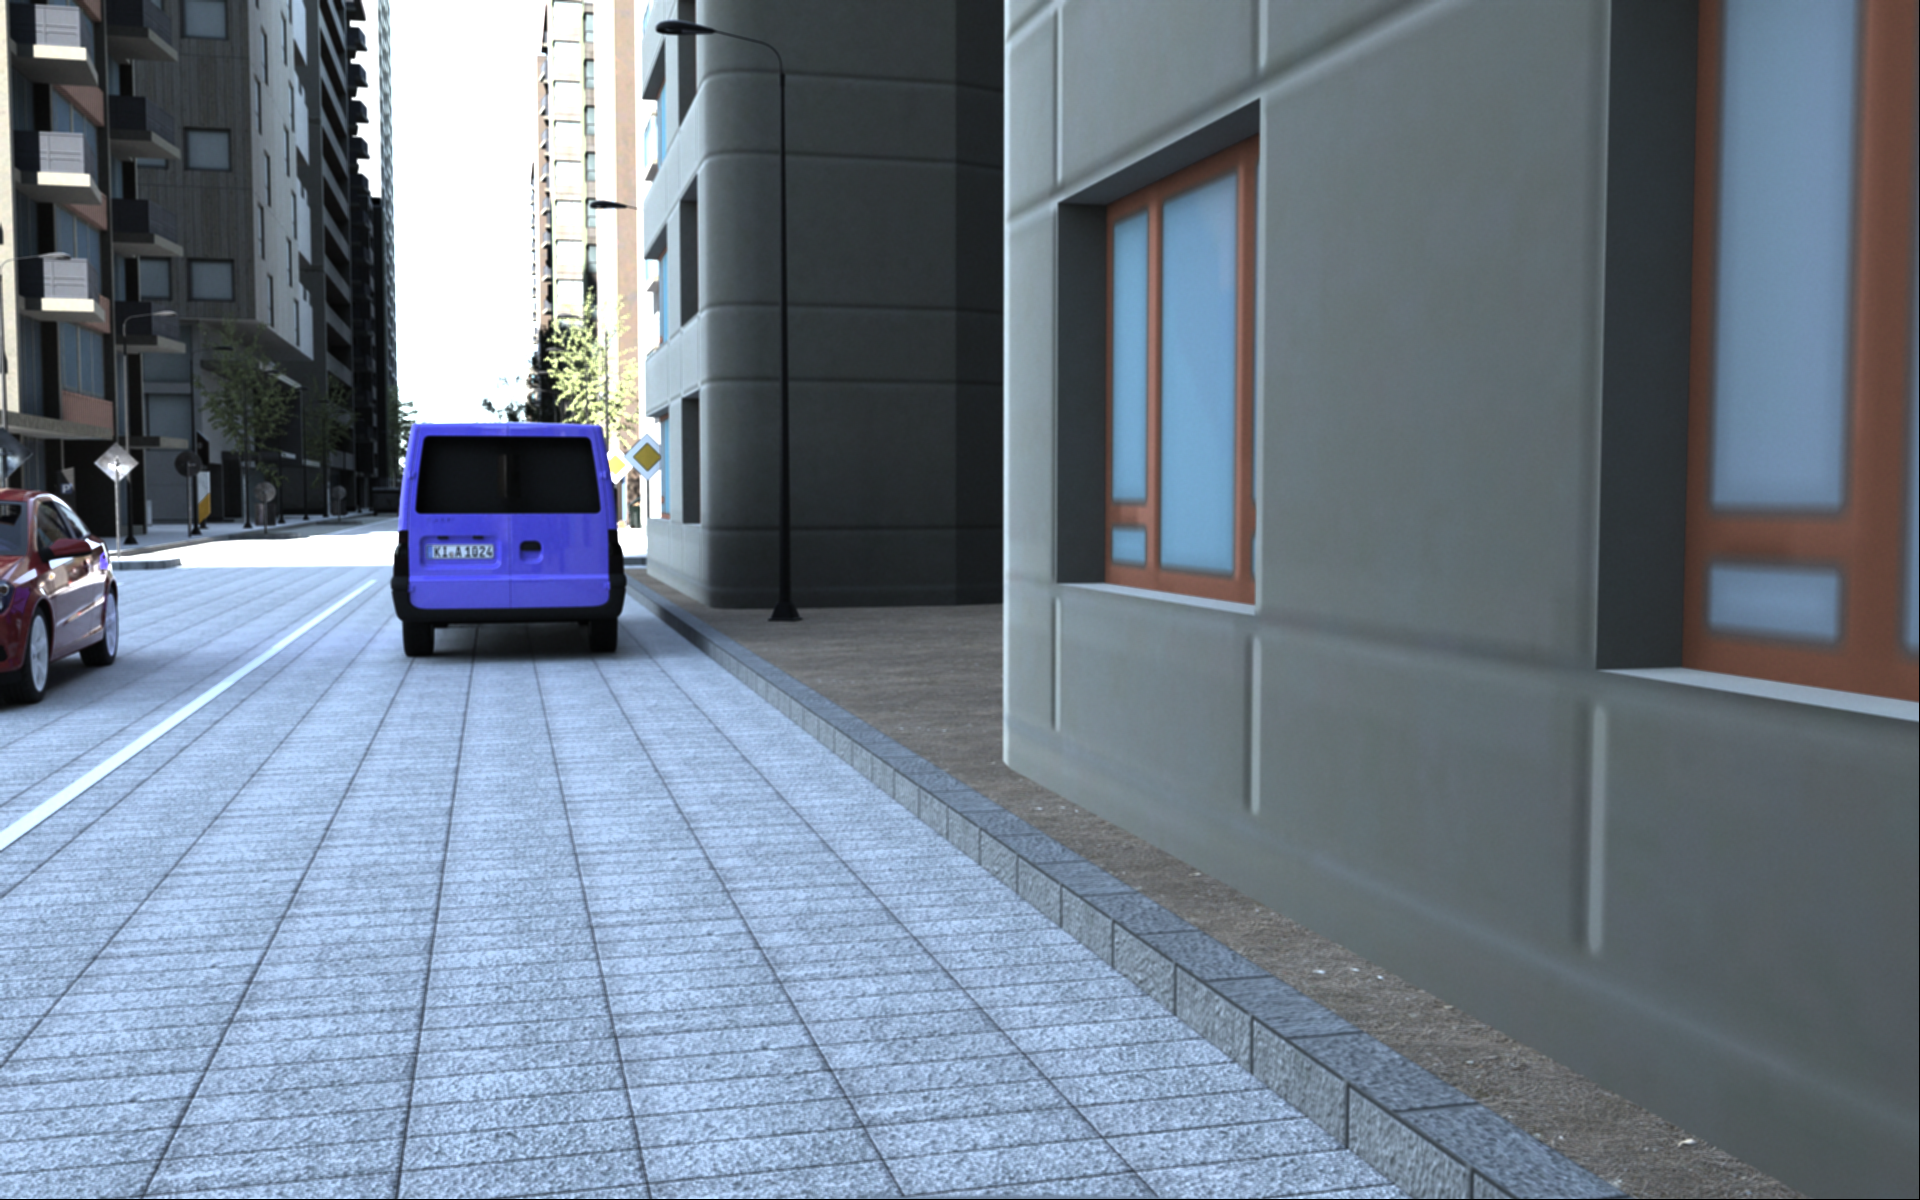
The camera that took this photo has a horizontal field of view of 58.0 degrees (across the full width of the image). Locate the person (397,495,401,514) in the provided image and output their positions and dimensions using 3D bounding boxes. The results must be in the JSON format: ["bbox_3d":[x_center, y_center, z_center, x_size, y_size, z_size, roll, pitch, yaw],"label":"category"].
[{"bbox_3d":[-29.716,-5.109,92.526,0.515,1.767,0.782,2,4,31],"label":"person"}]

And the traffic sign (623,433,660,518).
[{"bbox_3d":[-5.130,-1.518,28.454,0.795,2.450,0.064,-1,4,-15],"label":"traffic sign"}]

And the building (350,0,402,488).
[{"bbox_3d":[-85.595,-48.793,236.013,20.563,71.187,20.611,-1,4,-15],"label":"building"}]

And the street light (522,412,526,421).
[{"bbox_3d":[-23.801,-7.653,97.672,1.470,5.913,1.316,-1,4,-15],"label":"street light"}]

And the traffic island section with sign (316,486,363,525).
[{"bbox_3d":[-29.198,-4.460,81.552,1.989,1.847,2.006,-1,4,-15],"label":"traffic island section with sign"}]

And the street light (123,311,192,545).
[{"bbox_3d":[-20.602,-4.375,44.077,1.470,5.913,1.316,-1,4,-15],"label":"street light"}]

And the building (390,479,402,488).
[{"bbox_3d":[-80.098,-30.712,194.022,32.217,40.220,23.993,-1,4,-15],"label":"building"}]

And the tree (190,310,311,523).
[{"bbox_3d":[-28.554,-7.267,69.180,4.737,8.622,4.395,0,3,0],"label":"tree"}]

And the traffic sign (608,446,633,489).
[{"bbox_3d":[-7.188,-1.989,36.171,0.795,2.450,0.064,-1,4,-15],"label":"traffic sign"}]

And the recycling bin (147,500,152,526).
[{"bbox_3d":[-32.730,-3.452,68.989,0.722,1.027,0.722,1,4,17],"label":"recycling bin"}]

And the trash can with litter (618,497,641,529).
[{"bbox_3d":[-12.166,-3.204,63.778,1.055,1.170,0.624,-1,4,-19],"label":"trash can with litter"}]

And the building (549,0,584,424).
[{"bbox_3d":[-20.994,-26.665,119.574,14.154,41.232,14.086,-1,4,-15],"label":"building"}]

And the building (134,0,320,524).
[{"bbox_3d":[-45.986,-30.080,81.047,28.713,52.752,27.495,-1,4,-15],"label":"building"}]

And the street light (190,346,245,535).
[{"bbox_3d":[-23.515,-5.010,54.454,1.470,5.913,1.316,-1,4,-15],"label":"street light"}]

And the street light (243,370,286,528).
[{"bbox_3d":[-26.170,-5.647,64.875,1.470,5.913,1.316,-1,4,-15],"label":"street light"}]

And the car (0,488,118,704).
[{"bbox_3d":[-7.551,-0.235,12.890,2.155,1.783,4.494,-1,4,-17],"label":"car"}]

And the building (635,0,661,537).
[{"bbox_3d":[1.336,-26.129,50.913,21.600,48.544,21.300,-1,4,-15],"label":"building"}]

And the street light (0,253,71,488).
[{"bbox_3d":[-17.823,-3.722,33.392,1.470,5.913,1.316,-1,4,-15],"label":"street light"}]

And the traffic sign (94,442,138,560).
[{"bbox_3d":[-16.416,-1.841,33.739,0.795,2.450,0.064,-1,4,-15],"label":"traffic sign"}]

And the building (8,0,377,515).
[{"bbox_3d":[-59.039,-29.564,137.989,22.147,44.769,28.867,-1,4,-15],"label":"building"}]

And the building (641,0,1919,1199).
[{"bbox_3d":[12.044,-10.505,16.790,27.650,21.520,28.899,-1,4,-15],"label":"building"}]

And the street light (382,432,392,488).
[{"bbox_3d":[-43.284,-9.554,128.744,1.470,5.913,1.316,-1,4,-15],"label":"street light"}]

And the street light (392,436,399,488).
[{"bbox_3d":[-46.113,-10.188,139.118,1.470,5.913,1.316,-1,4,-15],"label":"street light"}]

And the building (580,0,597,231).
[{"bbox_3d":[-15.646,-20.341,104.284,14.160,30.474,14.107,-1,4,-15],"label":"building"}]

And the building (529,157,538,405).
[{"bbox_3d":[-44.023,-34.822,223.956,22.147,44.769,28.867,-1,4,-15],"label":"building"}]

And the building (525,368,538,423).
[{"bbox_3d":[-49.017,-24.962,253.172,27.650,21.520,28.899,-1,4,-15],"label":"building"}]

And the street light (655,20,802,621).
[{"bbox_3d":[-2.300,-2.737,17.287,1.470,5.913,1.316,-1,4,-15],"label":"street light"}]

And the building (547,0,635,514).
[{"bbox_3d":[-24.411,-29.602,134.097,14.600,45.320,14.200,-1,4,-15],"label":"building"}]

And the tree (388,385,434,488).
[{"bbox_3d":[-59.112,-16.011,179.902,7.486,12.596,7.792,0,3,0],"label":"tree"}]

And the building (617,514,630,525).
[{"bbox_3d":[-9.169,-26.205,78.565,14.600,45.320,14.200,-1,4,-15],"label":"building"}]

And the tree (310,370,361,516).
[{"bbox_3d":[-37.648,-9.299,102.405,4.737,8.622,4.395,0,3,0],"label":"tree"}]

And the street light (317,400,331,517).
[{"bbox_3d":[-31.819,-6.916,85.626,1.470,5.913,1.316,-1,4,-15],"label":"street light"}]

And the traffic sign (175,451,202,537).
[{"bbox_3d":[-22.900,-3.139,51.425,0.768,2.556,0.104,-1,4,-9],"label":"traffic sign"}]

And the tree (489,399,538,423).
[{"bbox_3d":[-47.223,-16.104,189.060,9.928,11.665,9.643,0,3,0],"label":"tree"}]

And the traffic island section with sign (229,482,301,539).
[{"bbox_3d":[-22.246,-2.867,55.506,1.989,1.847,2.006,-1,4,-15],"label":"traffic island section with sign"}]

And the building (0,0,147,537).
[{"bbox_3d":[-33.176,-23.791,43.605,22.147,44.769,28.867,-1,4,-15],"label":"building"}]

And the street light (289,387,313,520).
[{"bbox_3d":[-28.968,-6.282,75.257,1.470,5.913,1.316,-1,4,-15],"label":"street light"}]

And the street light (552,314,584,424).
[{"bbox_3d":[-9.689,-4.423,44.865,1.470,5.913,1.316,-1,4,-15],"label":"street light"}]

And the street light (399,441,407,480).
[{"bbox_3d":[-49.162,-10.891,150.601,1.470,5.913,1.316,-1,4,-15],"label":"street light"}]

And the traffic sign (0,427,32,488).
[{"bbox_3d":[-14.358,-1.369,26.023,0.795,2.450,0.064,-1,4,-15],"label":"traffic sign"}]

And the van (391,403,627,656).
[{"bbox_3d":[-4.434,-0.778,17.107,2.240,2.365,5.245,-1,4,-14],"label":"van"}]

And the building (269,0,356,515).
[{"bbox_3d":[-51.916,-29.915,112.811,21.300,48.544,21.600,-1,4,-15],"label":"building"}]

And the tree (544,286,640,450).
[{"bbox_3d":[-13.080,-6.857,62.476,4.737,8.622,4.395,0,3,0],"label":"tree"}]

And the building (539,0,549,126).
[{"bbox_3d":[-26.117,-30.659,155.903,22.147,44.769,28.867,-1,4,-15],"label":"building"}]

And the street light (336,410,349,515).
[{"bbox_3d":[-34.650,-7.551,96.000,1.470,5.913,1.316,-1,4,-15],"label":"street light"}]

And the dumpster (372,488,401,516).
[{"bbox_3d":[-37.656,-6.455,113.757,1.865,1.857,1.264,-1,4,-16],"label":"dumpster"}]

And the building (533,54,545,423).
[{"bbox_3d":[-35.737,-32.147,175.706,14.600,45.320,14.200,-1,4,-15],"label":"building"}]

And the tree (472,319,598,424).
[{"bbox_3d":[-21.612,-9.621,91.712,8.767,10.594,7.601,-1,4,-14],"label":"tree"}]

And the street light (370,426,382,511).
[{"bbox_3d":[-40.505,-8.918,118.356,1.470,5.913,1.316,-1,4,-15],"label":"street light"}]

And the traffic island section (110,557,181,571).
[{"bbox_3d":[-16.437,-0.704,33.795,2.009,0.180,2.903,-1,4,-15],"label":"traffic island section"}]

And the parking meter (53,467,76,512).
[{"bbox_3d":[-19.532,-1.962,37.792,0.399,1.863,0.255,-3,4,-39],"label":"parking meter"}]

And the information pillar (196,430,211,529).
[{"bbox_3d":[-27.829,-4.425,63.707,0.504,3.616,0.183,1,4,17],"label":"information pillar"}]

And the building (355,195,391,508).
[{"bbox_3d":[-60.736,-23.759,160.168,14.160,30.474,14.107,-1,4,-15],"label":"building"}]

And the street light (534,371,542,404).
[{"bbox_3d":[-15.235,-5.696,65.678,1.470,5.913,1.316,-1,4,-15],"label":"street light"}]

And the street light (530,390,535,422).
[{"bbox_3d":[-18.214,-6.383,76.904,1.470,5.913,1.316,-1,4,-15],"label":"street light"}]

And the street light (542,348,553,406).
[{"bbox_3d":[-12.447,-5.059,55.259,1.470,5.913,1.316,-1,4,-15],"label":"street light"}]

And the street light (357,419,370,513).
[{"bbox_3d":[-37.722,-8.270,107.751,1.470,5.913,1.316,-1,4,-15],"label":"street light"}]

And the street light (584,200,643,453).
[{"bbox_3d":[-5.168,-3.373,27.697,1.470,5.913,1.316,-1,4,-15],"label":"street light"}]
